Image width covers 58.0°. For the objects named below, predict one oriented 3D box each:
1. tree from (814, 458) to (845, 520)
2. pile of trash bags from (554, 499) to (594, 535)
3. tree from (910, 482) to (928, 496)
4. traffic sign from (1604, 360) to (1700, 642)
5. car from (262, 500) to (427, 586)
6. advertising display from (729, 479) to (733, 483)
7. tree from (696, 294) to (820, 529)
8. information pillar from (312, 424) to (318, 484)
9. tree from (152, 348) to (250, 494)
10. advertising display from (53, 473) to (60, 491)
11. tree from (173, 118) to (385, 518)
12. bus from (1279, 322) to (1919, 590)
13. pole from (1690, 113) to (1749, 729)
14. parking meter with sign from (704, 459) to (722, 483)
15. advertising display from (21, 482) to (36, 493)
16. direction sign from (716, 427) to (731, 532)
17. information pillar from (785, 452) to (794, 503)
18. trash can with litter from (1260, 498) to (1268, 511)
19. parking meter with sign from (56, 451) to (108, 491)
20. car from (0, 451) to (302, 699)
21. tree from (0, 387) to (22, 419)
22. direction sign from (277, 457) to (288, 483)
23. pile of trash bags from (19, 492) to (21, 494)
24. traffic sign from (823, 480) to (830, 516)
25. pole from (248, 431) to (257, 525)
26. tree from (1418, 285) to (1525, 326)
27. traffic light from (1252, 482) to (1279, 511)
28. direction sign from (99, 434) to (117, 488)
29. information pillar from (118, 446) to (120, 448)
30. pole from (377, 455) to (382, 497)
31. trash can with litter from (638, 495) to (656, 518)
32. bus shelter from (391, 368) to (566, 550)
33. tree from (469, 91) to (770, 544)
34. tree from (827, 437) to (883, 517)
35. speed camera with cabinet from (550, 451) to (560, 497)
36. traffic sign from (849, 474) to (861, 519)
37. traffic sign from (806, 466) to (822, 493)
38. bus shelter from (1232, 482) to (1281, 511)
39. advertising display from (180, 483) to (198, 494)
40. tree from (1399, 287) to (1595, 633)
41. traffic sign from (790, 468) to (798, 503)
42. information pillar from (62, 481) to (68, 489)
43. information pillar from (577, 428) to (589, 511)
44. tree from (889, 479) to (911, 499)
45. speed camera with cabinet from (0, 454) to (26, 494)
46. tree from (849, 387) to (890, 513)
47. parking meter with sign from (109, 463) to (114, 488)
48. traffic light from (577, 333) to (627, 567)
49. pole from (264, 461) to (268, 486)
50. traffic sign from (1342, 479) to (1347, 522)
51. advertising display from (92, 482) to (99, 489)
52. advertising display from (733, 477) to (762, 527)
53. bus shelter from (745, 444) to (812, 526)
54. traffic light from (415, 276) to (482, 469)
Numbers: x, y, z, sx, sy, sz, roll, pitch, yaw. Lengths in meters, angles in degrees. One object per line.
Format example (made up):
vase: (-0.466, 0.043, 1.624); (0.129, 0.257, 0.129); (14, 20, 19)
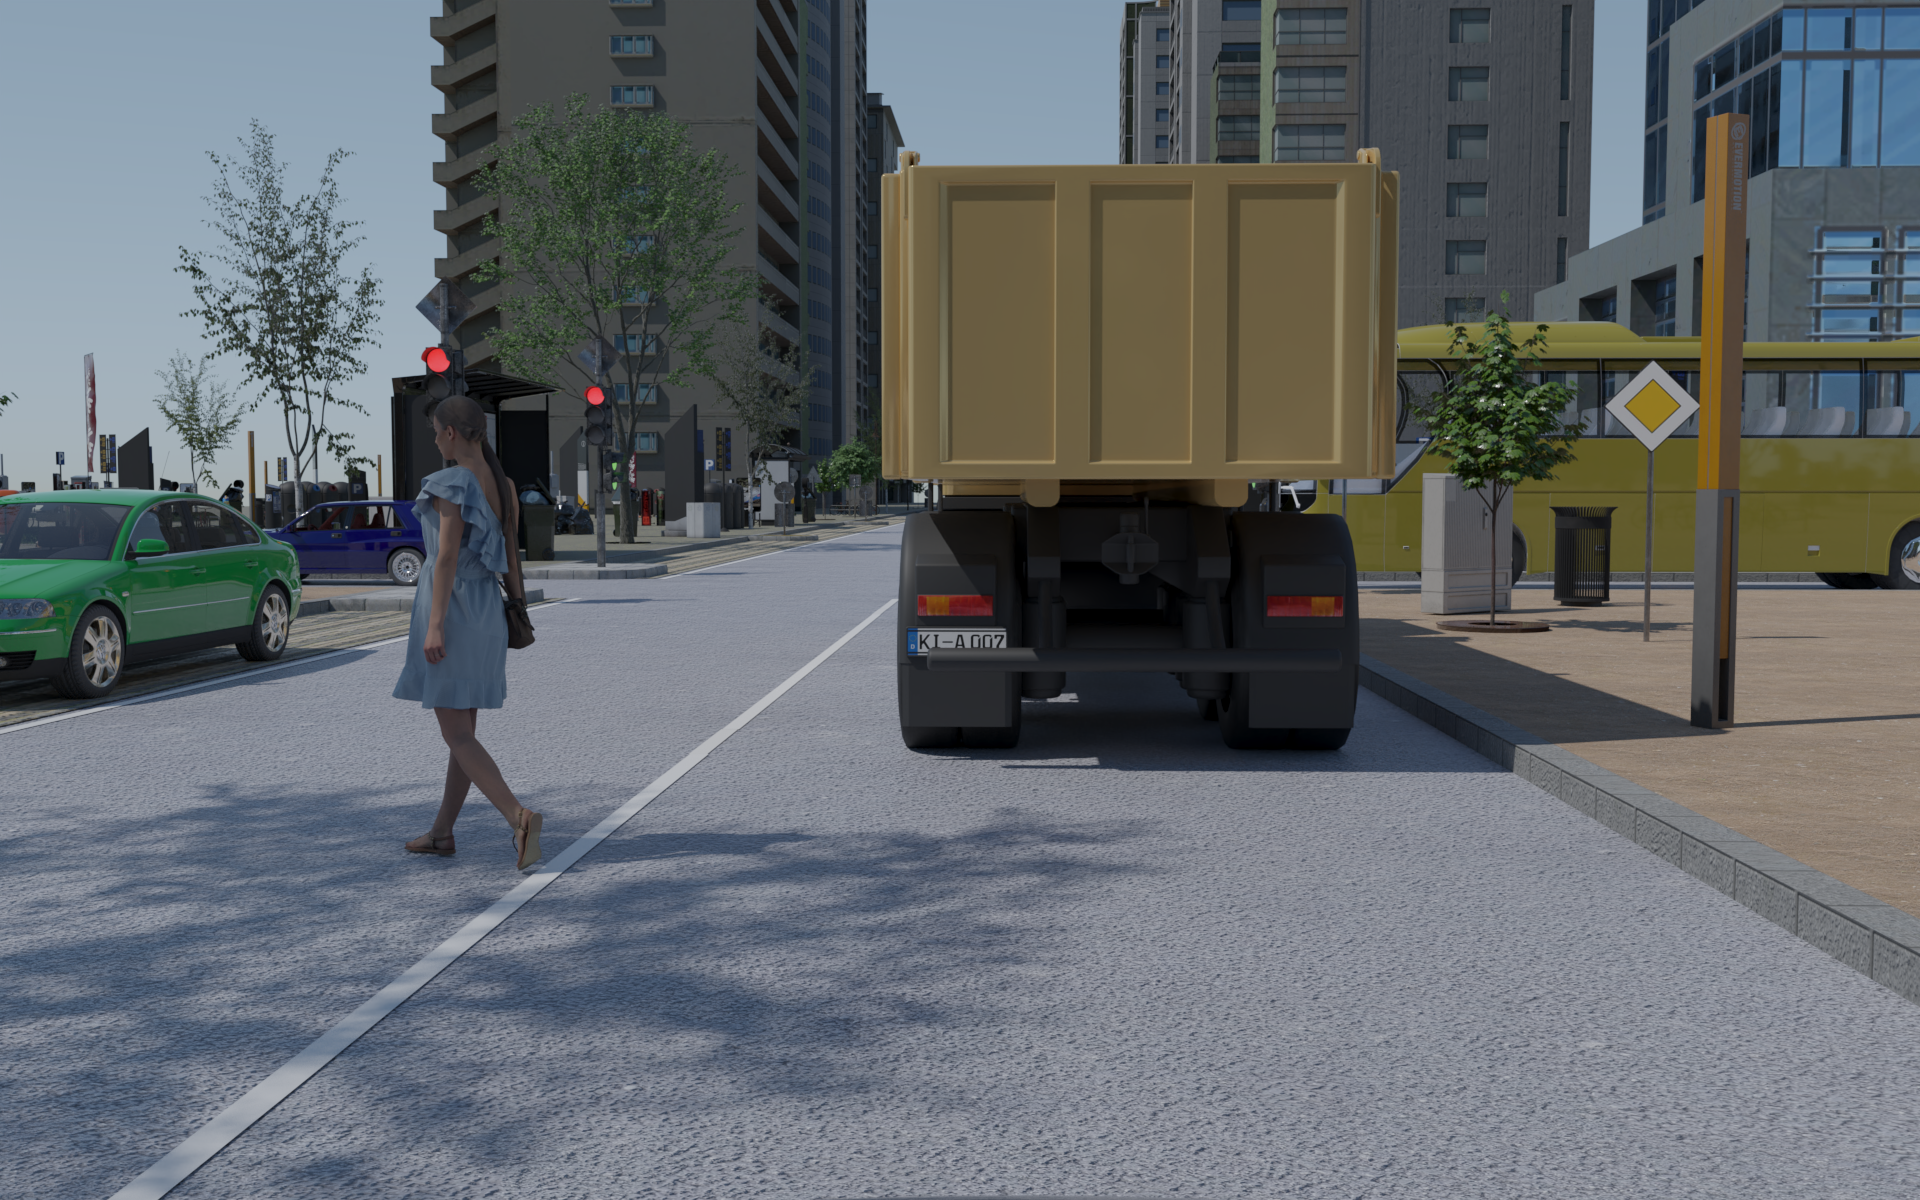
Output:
tree: (-6.696, -5.527, 84.974); (1.663, 3.219, 1.824); (0, 3, 0)
pile of trash bags: (-13.350, -2.732, 54.417); (3.447, 1.369, 1.912); (-2, 4, -32)
tree: (-3.663, -9.892, 156.337); (1.663, 3.219, 1.824); (0, 3, 0)
traffic sign: (5.959, -0.843, 14.972); (0.795, 2.450, 0.064); (1, 4, 10)
car: (-9.833, -0.926, 27.727); (3.894, 1.354, 1.945); (0, 4, 3)
advertising display: (-9.577, -4.126, 72.676); (0.123, 1.923, 0.974); (-1, 4, -14)
tree: (-7.396, -6.885, 62.925); (4.360, 8.622, 3.978); (0, 3, 0)
information pillar: (-21.587, -4.076, 57.995); (0.183, 3.616, 0.504); (-2, 4, -31)
tree: (-38.798, -8.432, 88.221); (4.737, 8.622, 4.395); (0, 3, 0)
advertising display: (-27.910, -2.956, 53.541); (0.123, 1.923, 0.974); (-1, 4, -23)
tree: (-13.161, -5.127, 34.184); (4.360, 8.622, 3.978); (0, 3, 0)
bus: (10.652, -2.062, 25.262); (12.252, 3.916, 2.896); (0, 4, 1)
pole: (4.143, -0.954, 9.443); (0.158, 3.312, 0.155); (0, 3, 0)
parking meter with sign: (-12.375, -5.598, 87.784); (0.543, 3.016, 1.738); (1, 4, 13)
advertising display: (-48.547, -5.203, 90.286); (0.123, 1.923, 0.974); (0, 4, 7)
direction sign: (-8.043, -4.095, 58.954); (0.379, 3.537, 0.876); (2, 4, 26)
information pillar: (-9.476, -6.408, 96.126); (0.504, 3.616, 0.183); (0, 4, 7)
trash can with litter: (5.942, -1.298, 32.277); (1.678, 1.210, 2.233); (2, 4, 27)
parking meter with sign: (-36.040, -4.574, 71.047); (1.738, 3.016, 0.543); (0, 4, -1)
car: (-6.800, -0.287, 13.486); (1.959, 1.807, 4.718); (0, 4, 2)
tree: (-9.243, -1.232, 14.745); (1.663, 3.219, 1.824); (0, 3, 0)
direction sign: (-41.459, -6.974, 106.028); (0.876, 3.537, 0.379); (2, 4, 31)
pile of trash bags: (-18.717, -1.660, 36.895); (3.447, 1.369, 1.912); (-1, 4, -13)
traffic sign: (-7.925, -6.132, 100.372); (0.768, 2.556, 0.104); (1, 4, 8)
pole: (-22.852, -3.796, 55.907); (0.158, 3.312, 0.155); (0, 3, 0)
tree: (17.212, -6.754, 60.788); (4.360, 8.622, 3.978); (0, 3, 0)
traffic light: (3.954, -2.018, 21.913); (0.839, 4.253, 0.868); (0, 4, 2)
direction sign: (-32.277, -4.506, 65.674); (0.876, 3.537, 0.379); (2, 4, 26)
information pillar: (-40.519, -5.664, 83.958); (0.504, 3.616, 0.183); (0, 4, -3)
pole: (-29.918, -5.840, 89.327); (0.158, 3.312, 0.155); (0, 3, 0)
trash can with litter: (-16.615, -5.264, 97.118); (2.233, 1.210, 1.678); (2, 4, 30)
bus shelter: (-9.741, -2.708, 35.553); (1.731, 3.624, 6.357); (0, 4, 2)
tree: (-8.636, -7.265, 44.542); (9.928, 11.665, 9.643); (0, 3, 0)
tree: (-5.934, -6.900, 96.522); (4.285, 4.588, 4.351); (0, 3, 0)
speed camera with cabinet: (-18.559, -5.267, 80.453); (0.660, 3.252, 2.038); (2, 4, 32)
traffic sign: (-5.486, -5.405, 90.494); (0.606, 2.300, 0.079); (1, 4, 9)
traffic sign: (-6.800, -4.902, 80.147); (0.884, 2.594, 0.081); (1, 4, 11)
bus shelter: (6.557, -2.801, 37.083); (1.731, 3.624, 6.357); (0, 4, 2)
advertising display: (-45.363, -5.914, 101.901); (0.974, 1.923, 0.123); (-1, 4, -13)
tree: (5.056, -1.323, 16.231); (1.663, 3.219, 1.824); (0, 3, 0)
traffic sign: (-8.204, -5.110, 83.647); (0.768, 2.556, 0.104); (0, 4, 8)
information pillar: (-48.636, -5.477, 94.048); (0.304, 2.012, 0.304); (1, 4, 23)
information pillar: (-13.419, -4.303, 61.713); (0.504, 3.616, 0.183); (3, 4, 38)
tree: (-4.618, -12.326, 151.887); (4.360, 8.622, 3.978); (0, 3, 0)
speed camera with cabinet: (-47.087, -5.587, 85.679); (0.660, 3.252, 2.038); (0, 4, 6)
tree: (-5.109, -10.064, 114.910); (4.737, 8.622, 4.395); (0, 3, 0)
parking meter with sign: (-47.927, -6.197, 97.578); (0.543, 3.016, 1.738); (-1, 4, -18)
traffic light: (-6.278, -2.531, 30.299); (0.839, 4.253, 0.868); (0, 4, 2)
pole: (-42.477, -6.863, 106.053); (0.158, 3.312, 0.155); (0, 3, 0)
traffic sign: (5.038, -1.258, 22.706); (0.606, 2.300, 0.079); (1, 4, 12)
advertising display: (-45.991, -5.311, 92.042); (0.123, 1.923, 0.974); (0, 4, -6)
advertising display: (-8.201, -3.795, 67.264); (0.974, 1.923, 0.123); (0, 4, 2)
bus shelter: (-7.519, -4.790, 72.237); (2.014, 3.302, 5.546); (0, 4, 2)
traffic light: (-6.599, -2.043, 22.321); (0.839, 4.253, 0.868); (0, 4, 2)
